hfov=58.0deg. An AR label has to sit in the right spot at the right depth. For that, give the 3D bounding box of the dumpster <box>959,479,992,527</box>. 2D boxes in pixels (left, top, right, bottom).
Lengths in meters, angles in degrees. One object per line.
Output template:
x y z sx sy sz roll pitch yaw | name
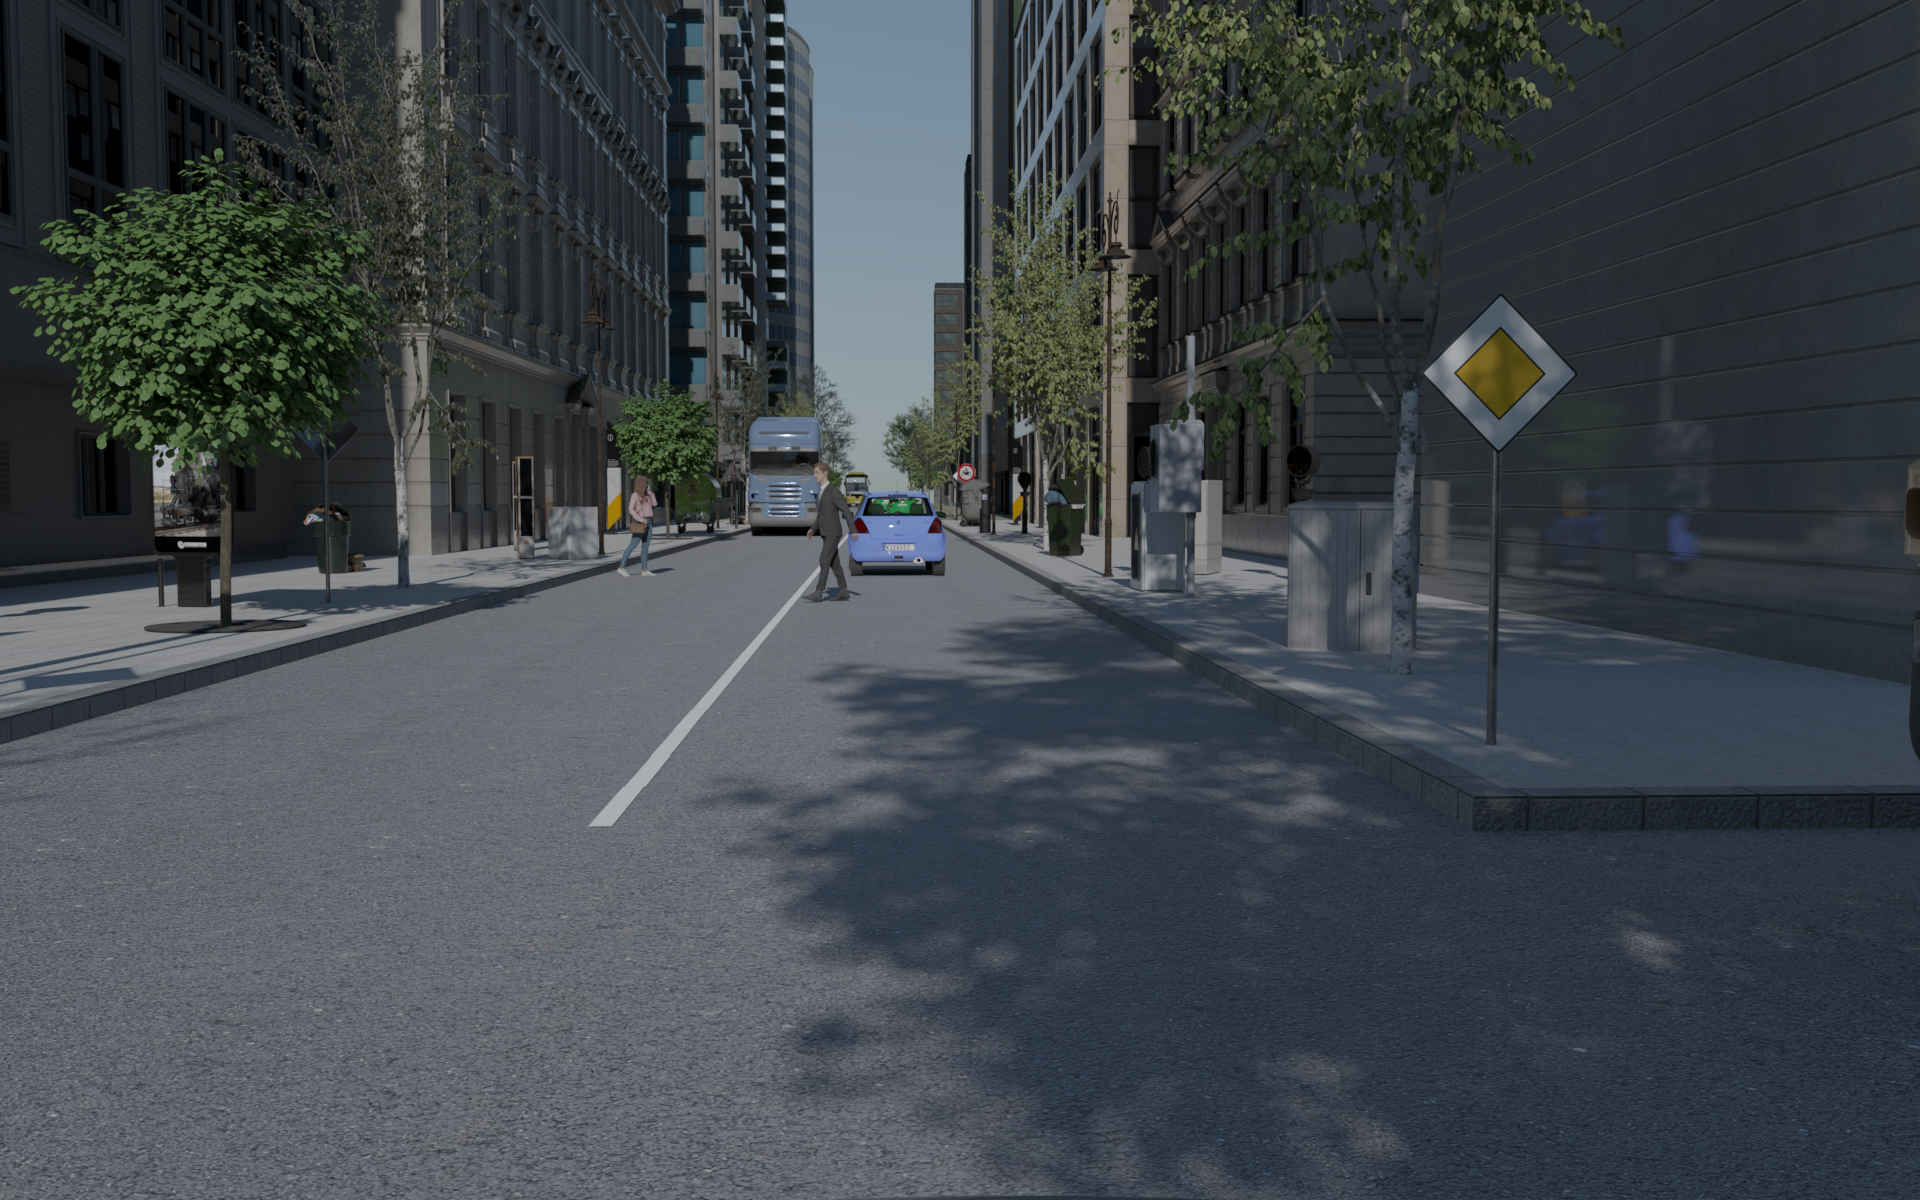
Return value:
0.608 -3.821 68.226 1.264 1.857 1.865 0 4 -2 | dumpster

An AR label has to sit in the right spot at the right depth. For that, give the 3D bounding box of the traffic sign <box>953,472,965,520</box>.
0.092 -4.387 72.916 0.795 2.450 0.064 0 4 1 | traffic sign

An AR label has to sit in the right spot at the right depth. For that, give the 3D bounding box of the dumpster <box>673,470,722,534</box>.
-8.684 -3.336 57.039 1.502 2.255 1.985 0 4 -2 | dumpster

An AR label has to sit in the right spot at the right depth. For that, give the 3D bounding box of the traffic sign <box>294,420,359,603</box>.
-7.429 -1.170 20.307 0.795 2.450 0.064 0 4 3 | traffic sign

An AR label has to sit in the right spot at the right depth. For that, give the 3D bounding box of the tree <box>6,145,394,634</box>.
-7.086 -1.999 16.402 4.285 4.588 4.351 0 3 0 | tree

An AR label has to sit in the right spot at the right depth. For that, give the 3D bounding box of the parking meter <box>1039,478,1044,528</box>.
3.079 -3.618 64.865 0.255 1.863 0.399 0 4 3 | parking meter

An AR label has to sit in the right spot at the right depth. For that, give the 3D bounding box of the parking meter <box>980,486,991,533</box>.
0.823 -2.944 56.547 0.372 1.533 0.369 0 3 0 | parking meter

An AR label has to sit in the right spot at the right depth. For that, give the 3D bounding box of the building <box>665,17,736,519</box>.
-29.019 -24.619 94.395 32.217 40.220 23.993 0 4 -3 | building

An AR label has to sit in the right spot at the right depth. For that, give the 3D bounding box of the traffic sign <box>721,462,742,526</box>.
-9.307 -4.317 70.585 0.884 2.594 0.081 0 4 5 | traffic sign

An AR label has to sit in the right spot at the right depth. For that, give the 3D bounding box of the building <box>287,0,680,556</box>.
-19.838 -17.113 56.210 17.030 29.872 44.131 0 4 -3 | building

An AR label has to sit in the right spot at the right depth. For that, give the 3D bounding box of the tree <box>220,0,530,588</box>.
-7.654 -4.457 23.238 4.360 8.622 3.978 0 3 0 | tree

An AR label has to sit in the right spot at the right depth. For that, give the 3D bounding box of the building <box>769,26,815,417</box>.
-29.158 -41.138 214.607 21.231 58.520 28.212 0 4 -3 | building

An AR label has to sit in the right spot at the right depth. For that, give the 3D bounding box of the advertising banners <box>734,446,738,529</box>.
-8.305 -4.156 64.139 0.090 3.025 2.074 0 4 -5 | advertising banners

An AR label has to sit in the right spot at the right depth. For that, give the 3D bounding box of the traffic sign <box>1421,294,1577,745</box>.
2.715 -0.315 8.795 0.795 2.450 0.064 0 4 -3 | traffic sign

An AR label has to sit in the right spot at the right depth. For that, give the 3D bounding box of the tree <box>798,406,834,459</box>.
-12.835 -11.933 145.472 4.360 8.622 3.978 0 3 0 | tree

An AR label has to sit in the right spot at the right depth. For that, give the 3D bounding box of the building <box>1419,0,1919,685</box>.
20.859 -14.618 16.494 29.804 29.767 11.434 0 4 -3 | building

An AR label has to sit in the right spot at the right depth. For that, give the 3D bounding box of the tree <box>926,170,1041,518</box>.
2.103 -5.439 39.294 4.737 8.622 4.395 0 3 0 | tree

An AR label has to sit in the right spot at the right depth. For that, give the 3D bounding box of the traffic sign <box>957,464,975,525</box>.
0.267 -4.426 72.469 0.768 2.556 0.104 0 4 4 | traffic sign

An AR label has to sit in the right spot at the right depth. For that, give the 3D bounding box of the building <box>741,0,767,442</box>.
-23.570 -30.207 143.988 14.600 45.320 14.200 0 4 -3 | building

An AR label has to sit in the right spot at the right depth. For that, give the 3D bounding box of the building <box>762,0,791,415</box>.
-28.118 -53.262 183.512 22.319 86.520 31.000 0 4 -3 | building

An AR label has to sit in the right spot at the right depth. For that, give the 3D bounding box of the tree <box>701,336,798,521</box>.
-9.978 -7.969 80.654 4.360 8.622 3.978 0 3 0 | tree

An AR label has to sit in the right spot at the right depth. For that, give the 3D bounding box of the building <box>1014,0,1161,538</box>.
13.006 -16.070 67.262 19.350 26.468 34.151 0 4 -3 | building

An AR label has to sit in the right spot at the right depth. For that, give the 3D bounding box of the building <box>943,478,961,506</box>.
14.181 -32.170 217.860 32.217 40.220 23.993 0 4 -3 | building

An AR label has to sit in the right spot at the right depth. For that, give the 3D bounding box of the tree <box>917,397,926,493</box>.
2.173 -5.795 45.111 4.737 8.622 4.395 0 3 0 | tree

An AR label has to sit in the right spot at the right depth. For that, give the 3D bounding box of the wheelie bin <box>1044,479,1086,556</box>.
2.153 -1.714 35.940 0.693 1.594 0.980 2 4 33 | wheelie bin

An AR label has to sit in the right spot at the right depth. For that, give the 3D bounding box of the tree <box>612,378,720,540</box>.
-8.287 -4.006 49.219 4.285 4.588 4.351 0 3 0 | tree

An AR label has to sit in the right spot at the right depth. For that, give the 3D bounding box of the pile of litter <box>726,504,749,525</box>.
-9.320 -3.628 73.279 1.176 0.858 1.719 0 4 -3 | pile of litter

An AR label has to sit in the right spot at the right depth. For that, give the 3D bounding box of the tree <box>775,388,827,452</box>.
-11.668 -10.417 120.672 4.737 8.622 4.395 0 3 0 | tree

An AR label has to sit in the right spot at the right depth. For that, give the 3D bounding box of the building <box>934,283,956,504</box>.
3.372 -28.441 236.713 14.160 30.474 14.107 0 4 -3 | building

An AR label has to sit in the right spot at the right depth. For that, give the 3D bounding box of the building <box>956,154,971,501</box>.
7.259 -23.154 150.262 14.160 30.474 14.107 0 4 -3 | building

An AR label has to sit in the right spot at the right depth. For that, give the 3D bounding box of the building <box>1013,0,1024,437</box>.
9.766 -25.076 93.586 14.154 41.232 14.086 0 4 -3 | building

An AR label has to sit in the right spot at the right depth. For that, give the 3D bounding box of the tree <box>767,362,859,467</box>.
-14.038 -15.251 159.722 12.009 13.543 11.850 0 3 0 | tree

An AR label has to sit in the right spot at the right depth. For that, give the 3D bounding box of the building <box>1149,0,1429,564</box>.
10.657 -10.749 40.371 10.561 19.102 19.286 0 4 -3 | building

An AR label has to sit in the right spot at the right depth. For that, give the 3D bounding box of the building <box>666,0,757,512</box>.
-26.070 -30.694 121.456 23.786 49.044 30.456 0 4 -3 | building

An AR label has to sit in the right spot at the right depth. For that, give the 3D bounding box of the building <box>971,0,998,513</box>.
11.293 -35.868 128.443 21.231 58.520 28.212 0 4 -3 | building

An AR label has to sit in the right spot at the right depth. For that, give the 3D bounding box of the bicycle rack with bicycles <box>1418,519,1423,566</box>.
8.433 -0.897 28.053 2.852 0.926 2.925 2 4 31 | bicycle rack with bicycles

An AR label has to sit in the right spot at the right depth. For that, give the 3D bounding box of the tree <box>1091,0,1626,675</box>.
3.085 -3.790 12.336 4.737 8.622 4.395 0 3 0 | tree

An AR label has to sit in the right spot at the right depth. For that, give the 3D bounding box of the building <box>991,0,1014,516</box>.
9.374 -27.979 107.574 14.600 45.320 14.200 0 4 -3 | building

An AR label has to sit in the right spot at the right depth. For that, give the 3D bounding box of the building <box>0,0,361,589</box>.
-18.275 -13.962 21.789 14.314 27.812 24.014 0 4 -3 | building

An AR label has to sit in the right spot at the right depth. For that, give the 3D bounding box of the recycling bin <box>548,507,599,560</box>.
-7.601 -1.314 34.031 0.722 1.027 0.722 3 5 41 | recycling bin
